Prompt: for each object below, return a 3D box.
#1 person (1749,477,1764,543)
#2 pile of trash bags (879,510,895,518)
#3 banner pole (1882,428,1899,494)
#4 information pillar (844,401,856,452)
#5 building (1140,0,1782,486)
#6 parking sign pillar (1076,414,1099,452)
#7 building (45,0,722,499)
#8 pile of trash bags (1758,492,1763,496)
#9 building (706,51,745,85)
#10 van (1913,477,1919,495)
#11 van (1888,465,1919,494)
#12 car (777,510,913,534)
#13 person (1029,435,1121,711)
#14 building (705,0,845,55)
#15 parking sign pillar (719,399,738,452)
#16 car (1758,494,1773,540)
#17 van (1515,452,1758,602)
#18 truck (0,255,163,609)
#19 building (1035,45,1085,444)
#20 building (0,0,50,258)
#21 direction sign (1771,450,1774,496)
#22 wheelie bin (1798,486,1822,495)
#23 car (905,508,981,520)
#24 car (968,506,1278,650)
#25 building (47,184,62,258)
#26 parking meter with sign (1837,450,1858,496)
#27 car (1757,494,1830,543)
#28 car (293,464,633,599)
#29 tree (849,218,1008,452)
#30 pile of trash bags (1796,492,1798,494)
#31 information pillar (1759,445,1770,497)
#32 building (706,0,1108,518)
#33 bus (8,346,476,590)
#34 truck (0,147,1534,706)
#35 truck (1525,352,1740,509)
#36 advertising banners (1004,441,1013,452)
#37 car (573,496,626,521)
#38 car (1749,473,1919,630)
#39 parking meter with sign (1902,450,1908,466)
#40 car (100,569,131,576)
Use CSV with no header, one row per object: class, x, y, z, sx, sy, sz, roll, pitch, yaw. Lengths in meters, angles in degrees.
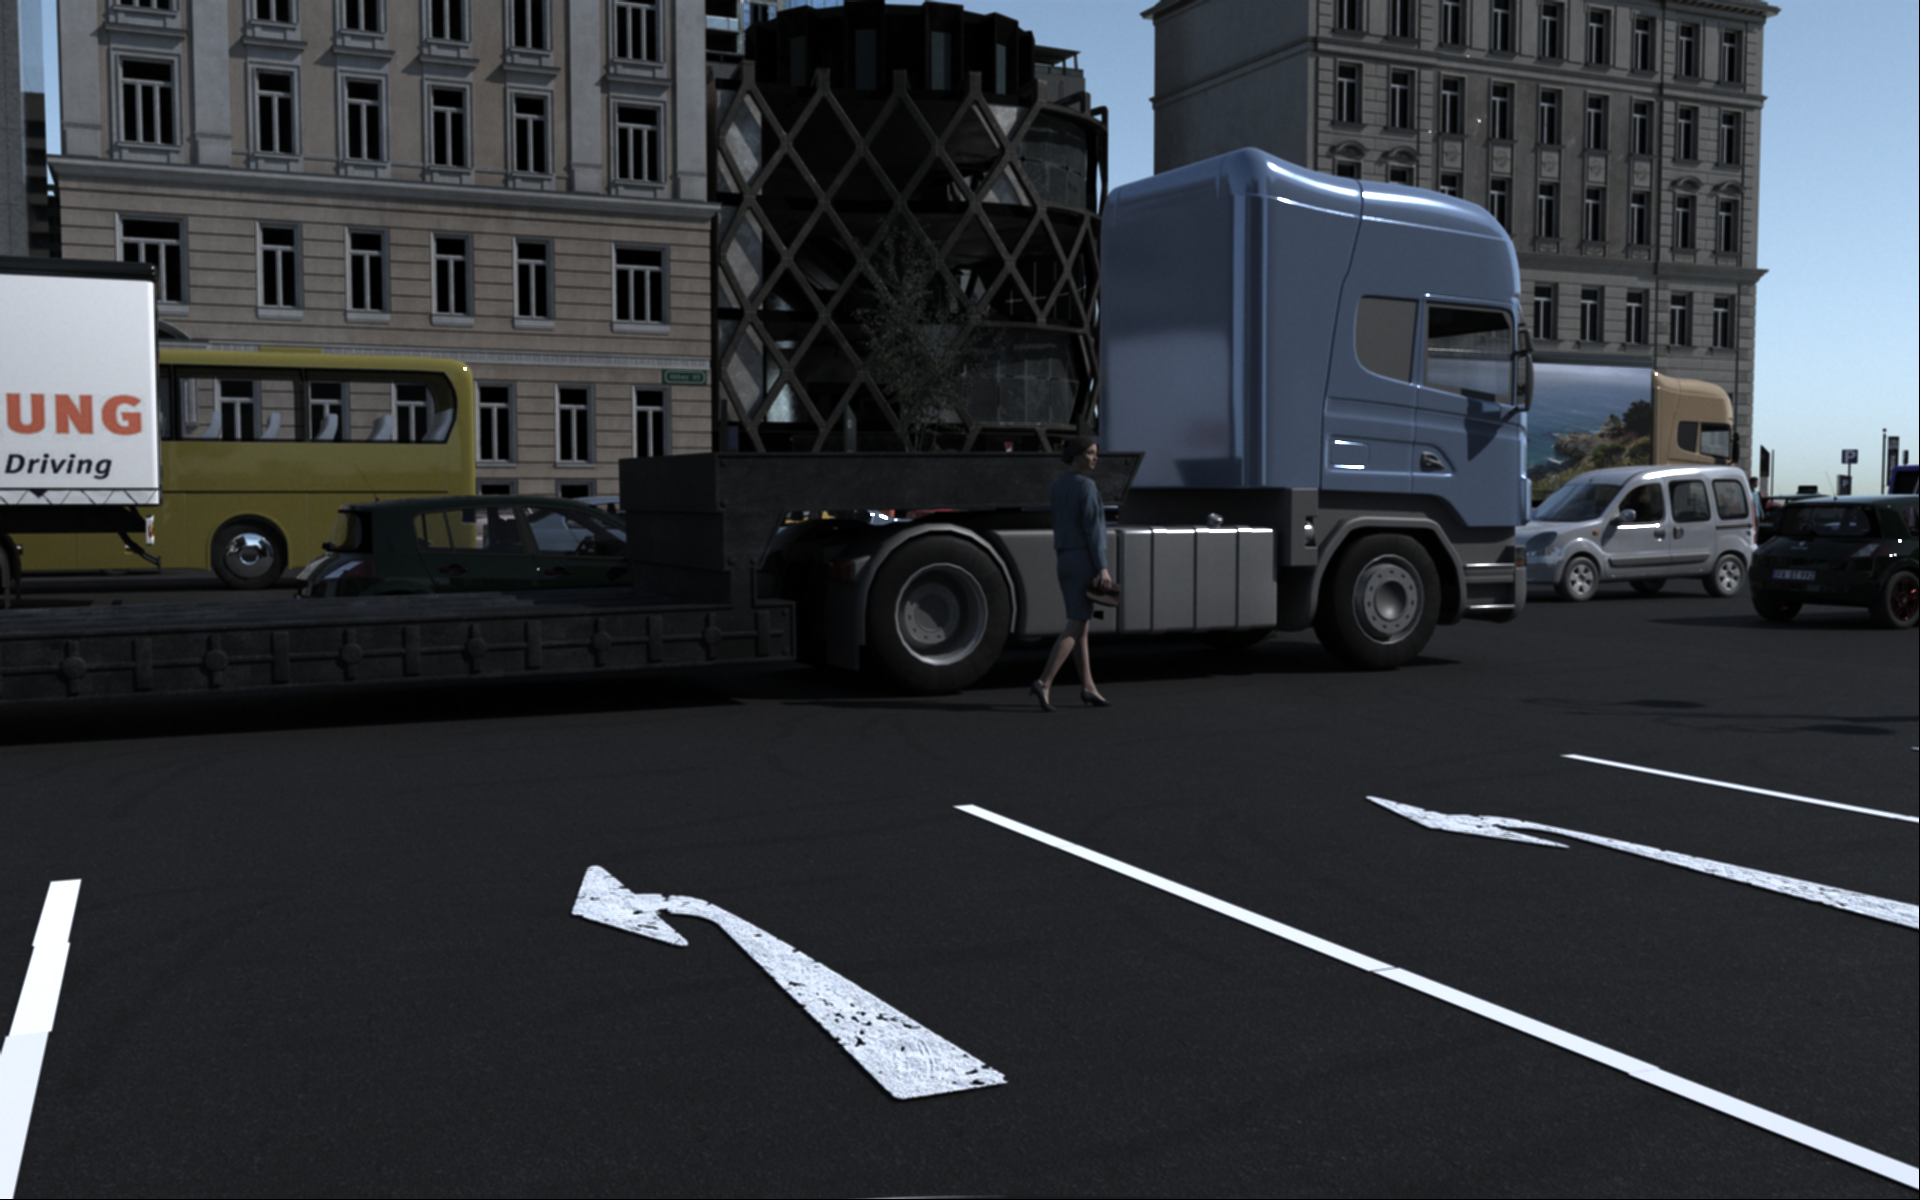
person,18.952,-2.031,41.573,0.638,1.841,0.748,0,4,-6
pile of trash bags,-3.460,-2.706,53.996,3.447,1.369,1.912,2,4,30
banner pole,35.508,-4.661,66.230,0.863,3.779,0.401,-1,4,-9
information pillar,-2.792,-3.218,43.976,0.183,3.616,0.504,2,4,27
building,21.917,-17.073,76.409,25.104,27.353,12.463,-2,4,-25
parking sign pillar,4.462,-4.284,58.523,1.447,3.967,1.447,3,5,39
building,-19.668,-16.708,59.085,20.117,28.700,13.634,-2,4,-25
pile of trash bags,29.102,-3.480,66.658,3.447,1.369,1.912,0,4,6
building,-15.463,-21.163,117.719,14.160,30.474,14.107,-2,4,-25
van,14.596,-0.984,23.104,4.112,2.044,2.013,-2,4,-23
van,22.346,-1.997,37.043,5.245,2.365,2.240,-2,4,-24
car,-2.845,-0.959,27.684,4.499,1.417,2.014,-2,4,-26
person,0.741,-0.184,11.525,0.654,1.822,0.581,-1,4,-15
building,-21.684,-50.483,138.061,22.319,86.520,31.000,-2,4,-25
parking sign pillar,-6.687,-3.760,49.948,1.447,3.967,1.447,-1,4,-12
car,22.693,-2.658,52.136,5.304,1.827,2.281,-2,4,-25
van,9.097,-1.047,24.131,4.112,2.044,2.013,-1,4,-23
truck,-15.317,-1.891,19.832,11.283,4.237,2.839,-2,4,-25
building,2.145,-29.120,159.708,14.086,41.232,14.154,-2,4,-25
building,-37.832,-14.176,49.798,19.932,24.808,12.078,-2,4,-25
direction sign,41.525,-5.906,88.556,0.379,3.537,0.876,1,4,23
wheelie bin,31.984,-3.511,65.315,0.980,1.594,0.693,2,4,26
car,0.967,-1.708,36.959,4.494,1.783,2.155,-2,4,-25
car,1.517,-0.283,17.210,3.894,1.354,1.945,-1,4,-23
building,-115.835,-31.085,200.113,23.993,40.220,32.217,-2,4,-25
parking meter with sign,35.119,-4.434,68.750,0.543,3.016,1.738,1,4,17
car,24.884,-2.487,50.455,4.222,1.686,2.009,-2,4,-26
car,-3.513,-0.312,14.887,4.222,1.686,2.009,-2,4,-25
tree,-1.140,-5.862,46.213,4.360,8.622,3.978,0,3,0
pile of trash bags,36.365,-3.936,74.108,1.912,1.369,3.447,3,5,39
information pillar,38.380,-5.585,82.673,0.183,3.616,0.504,-2,4,-25
building,-3.131,-12.242,67.608,16.811,18.784,16.820,-2,4,-25
bus,-13.611,-2.083,25.601,12.252,3.916,2.896,-1,4,-23
truck,-3.430,-1.351,11.852,18.799,4.110,2.967,-2,4,-26
truck,11.607,-2.856,35.601,11.283,4.237,2.839,-2,4,-26
advertising banners,2.085,-3.798,58.290,0.090,3.025,2.074,3,4,37
car,-4.371,-0.737,24.050,4.499,1.417,2.014,-2,4,-25
car,10.860,-0.601,19.607,4.222,1.686,2.009,-2,4,-26
parking meter with sign,38.459,-4.440,68.850,1.738,3.016,0.543,1,4,16
car,-16.381,-1.112,30.550,4.827,1.381,2.083,-2,4,-25
